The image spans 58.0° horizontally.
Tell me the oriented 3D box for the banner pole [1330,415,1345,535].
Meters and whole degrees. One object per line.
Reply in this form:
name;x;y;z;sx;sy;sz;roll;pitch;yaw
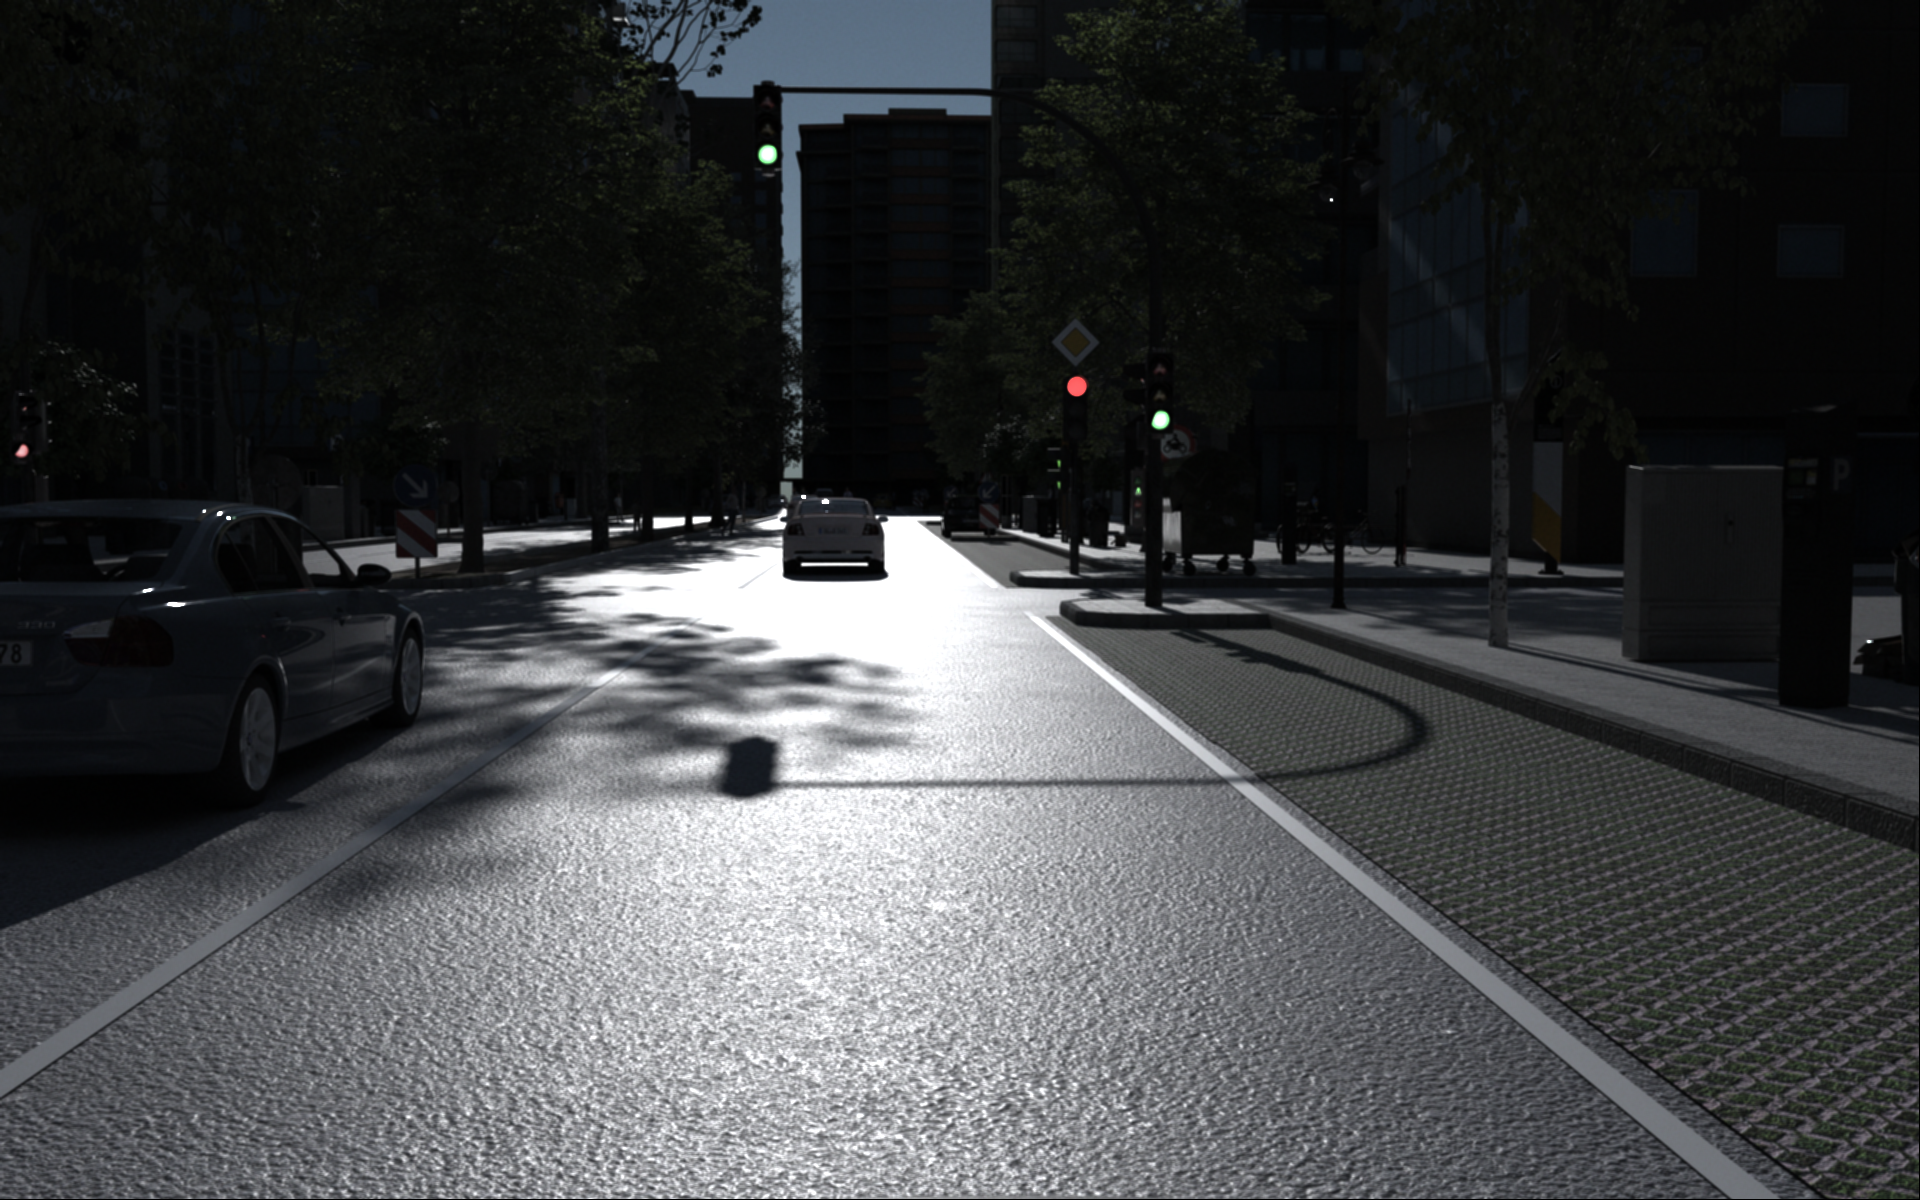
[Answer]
banner pole;11.800;-3.898;53.753;0.401;3.779;0.863;0;4;-6

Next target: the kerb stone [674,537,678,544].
kerb stone;-8.320;-1.695;49.903;0.120;0.150;1.000;0;4;-3

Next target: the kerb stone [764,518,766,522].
kerb stone;-10.068;-4.011;87.773;0.120;0.150;1.000;0;4;-3

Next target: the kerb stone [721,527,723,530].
kerb stone;-8.984;-2.570;64.242;0.120;0.150;1.000;0;4;-3

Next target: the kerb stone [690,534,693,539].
kerb stone;-8.521;-1.945;53.992;0.120;0.150;1.000;0;4;-3

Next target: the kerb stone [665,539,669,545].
kerb stone;-8.226;-1.561;47.855;0.120;0.150;1.000;0;4;-3

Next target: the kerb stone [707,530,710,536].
kerb stone;-8.734;-2.258;59.119;0.120;0.150;1.000;0;4;-3

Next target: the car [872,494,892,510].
car;-7.094;-9.127;159.458;2.015;1.641;3.980;0;4;-2

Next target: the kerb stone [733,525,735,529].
kerb stone;-9.220;-2.884;69.356;0.120;0.150;1.000;0;4;-3

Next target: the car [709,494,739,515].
car;-16.349;-6.616;120.173;2.014;1.417;4.499;0;4;-1

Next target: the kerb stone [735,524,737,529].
kerb stone;-9.268;-2.947;70.377;0.120;0.150;1.000;0;4;-3

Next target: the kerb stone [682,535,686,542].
kerb stone;-8.412;-1.815;51.946;0.120;0.150;1.000;0;4;-3

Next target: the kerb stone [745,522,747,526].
kerb stone;-9.503;-3.257;75.496;0.120;0.150;1.000;0;4;-3

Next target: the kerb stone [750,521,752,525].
kerb stone;-9.644;-3.446;78.562;0.120;0.150;1.000;0;4;-3

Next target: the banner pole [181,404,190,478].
banner pole;-21.326;-3.532;47.766;0.401;3.779;0.863;-3;4;-36

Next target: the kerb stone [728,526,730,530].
kerb stone;-9.129;-2.759;67.309;0.120;0.150;1.000;0;4;-3

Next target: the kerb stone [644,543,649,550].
kerb stone;-8.044;-1.311;43.769;0.120;0.150;1.000;0;4;-3

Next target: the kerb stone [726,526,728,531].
kerb stone;-9.088;-2.697;66.283;0.120;0.150;1.000;0;4;-3

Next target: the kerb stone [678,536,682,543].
kerb stone;-8.369;-1.754;50.924;0.120;0.150;1.000;0;4;-3

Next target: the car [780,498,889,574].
car;-2.374;-1.241;32.657;2.083;1.381;4.827;0;4;-4

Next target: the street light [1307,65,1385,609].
street light;4.256;-2.845;19.299;0.468;5.910;1.993;0;4;-3

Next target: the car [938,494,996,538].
car;0.264;-2.959;58.163;2.009;1.686;4.222;0;4;-2

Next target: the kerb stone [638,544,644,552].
kerb stone;-7.988;-1.252;42.748;0.120;0.150;1.000;0;4;-3

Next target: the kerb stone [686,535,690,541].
kerb stone;-8.461;-1.882;52.968;0.120;0.150;1.000;0;4;-3

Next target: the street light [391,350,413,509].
street light;-17.857;-5.066;55.612;0.468;5.910;1.993;0;4;-3

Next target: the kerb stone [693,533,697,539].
kerb stone;-8.557;-1.998;55.023;0.120;0.150;1.000;0;4;-3

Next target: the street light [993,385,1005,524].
street light;1.680;-6.178;73.801;0.468;5.910;1.993;0;4;-3

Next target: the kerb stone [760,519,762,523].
kerb stone;-9.924;-3.823;84.702;0.120;0.150;1.000;0;4;-3

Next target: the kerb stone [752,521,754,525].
kerb stone;-9.690;-3.510;79.583;0.120;0.150;1.000;0;4;-3

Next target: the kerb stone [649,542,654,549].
kerb stone;-8.093;-1.382;44.790;0.120;0.150;1.000;0;4;-3

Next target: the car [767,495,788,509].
car;-17.802;-9.588;169.125;2.083;1.381;4.827;0;4;-3

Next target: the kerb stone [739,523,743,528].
kerb stone;-9.411;-3.135;73.451;0.120;0.150;1.000;0;4;-3

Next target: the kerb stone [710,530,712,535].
kerb stone;-8.794;-2.321;60.140;0.120;0.150;1.000;0;4;-3

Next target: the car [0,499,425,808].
car;-4.155;0.175;9.143;2.014;1.417;4.499;0;4;-3

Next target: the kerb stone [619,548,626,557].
kerb stone;-7.840;-1.070;39.685;0.120;0.150;1.000;0;4;-3

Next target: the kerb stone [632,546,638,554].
kerb stone;-7.944;-1.194;41.726;0.120;0.150;1.000;0;4;-3

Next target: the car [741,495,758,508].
car;-21.189;-9.967;175.534;1.945;1.354;3.894;0;4;-3

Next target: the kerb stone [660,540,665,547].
kerb stone;-8.172;-1.507;46.834;0.120;0.150;1.000;0;4;-3

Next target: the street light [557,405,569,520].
street light;-19.261;-6.830;84.450;0.468;5.910;1.993;0;4;-3

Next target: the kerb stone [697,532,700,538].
kerb stone;-8.607;-2.070;56.048;0.120;0.150;1.000;0;4;-3

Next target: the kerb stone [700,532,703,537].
kerb stone;-8.648;-2.130;57.071;0.120;0.150;1.000;0;4;-3

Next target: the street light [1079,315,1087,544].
street light;3.123;-4.384;44.461;0.468;5.910;1.993;0;4;-3

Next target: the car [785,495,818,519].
car;-7.907;-4.652;88.418;2.083;1.381;4.827;0;4;-4

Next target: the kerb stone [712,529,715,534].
kerb stone;-8.840;-2.379;61.171;0.120;0.150;1.000;0;4;-3

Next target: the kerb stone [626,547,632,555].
kerb stone;-7.892;-1.129;40.706;0.120;0.150;1.000;0;4;-3

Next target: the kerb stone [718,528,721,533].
kerb stone;-8.934;-2.508;63.216;0.120;0.150;1.000;0;4;-3

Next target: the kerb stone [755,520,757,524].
kerb stone;-9.792;-3.634;81.636;0.120;0.150;1.000;0;4;-3

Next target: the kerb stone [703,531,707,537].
kerb stone;-8.693;-2.196;58.094;0.120;0.150;1.000;0;4;-3

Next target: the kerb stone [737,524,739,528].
kerb stone;-9.307;-3.010;71.404;0.120;0.150;1.000;0;4;-3

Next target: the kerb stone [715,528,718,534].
kerb stone;-8.881;-2.446;62.193;0.120;0.150;1.000;0;4;-3

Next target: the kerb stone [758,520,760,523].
kerb stone;-9.883;-3.761;83.681;0.120;0.150;1.000;0;4;-3

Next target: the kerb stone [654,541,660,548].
kerb stone;-8.135;-1.442;45.811;0.120;0.150;1.000;0;4;-3

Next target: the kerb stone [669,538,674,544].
kerb stone;-8.271;-1.631;48.876;0.120;0.150;1.000;0;4;-3

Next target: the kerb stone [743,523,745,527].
kerb stone;-9.452;-3.198;74.475;0.120;0.150;1.000;0;4;-3

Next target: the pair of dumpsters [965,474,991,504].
pair of dumpsters;1.164;-5.228;87.967;1.574;2.255;4.437;0;4;-3

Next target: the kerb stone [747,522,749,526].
kerb stone;-9.539;-3.318;76.518;0.120;0.150;1.000;0;4;-3
